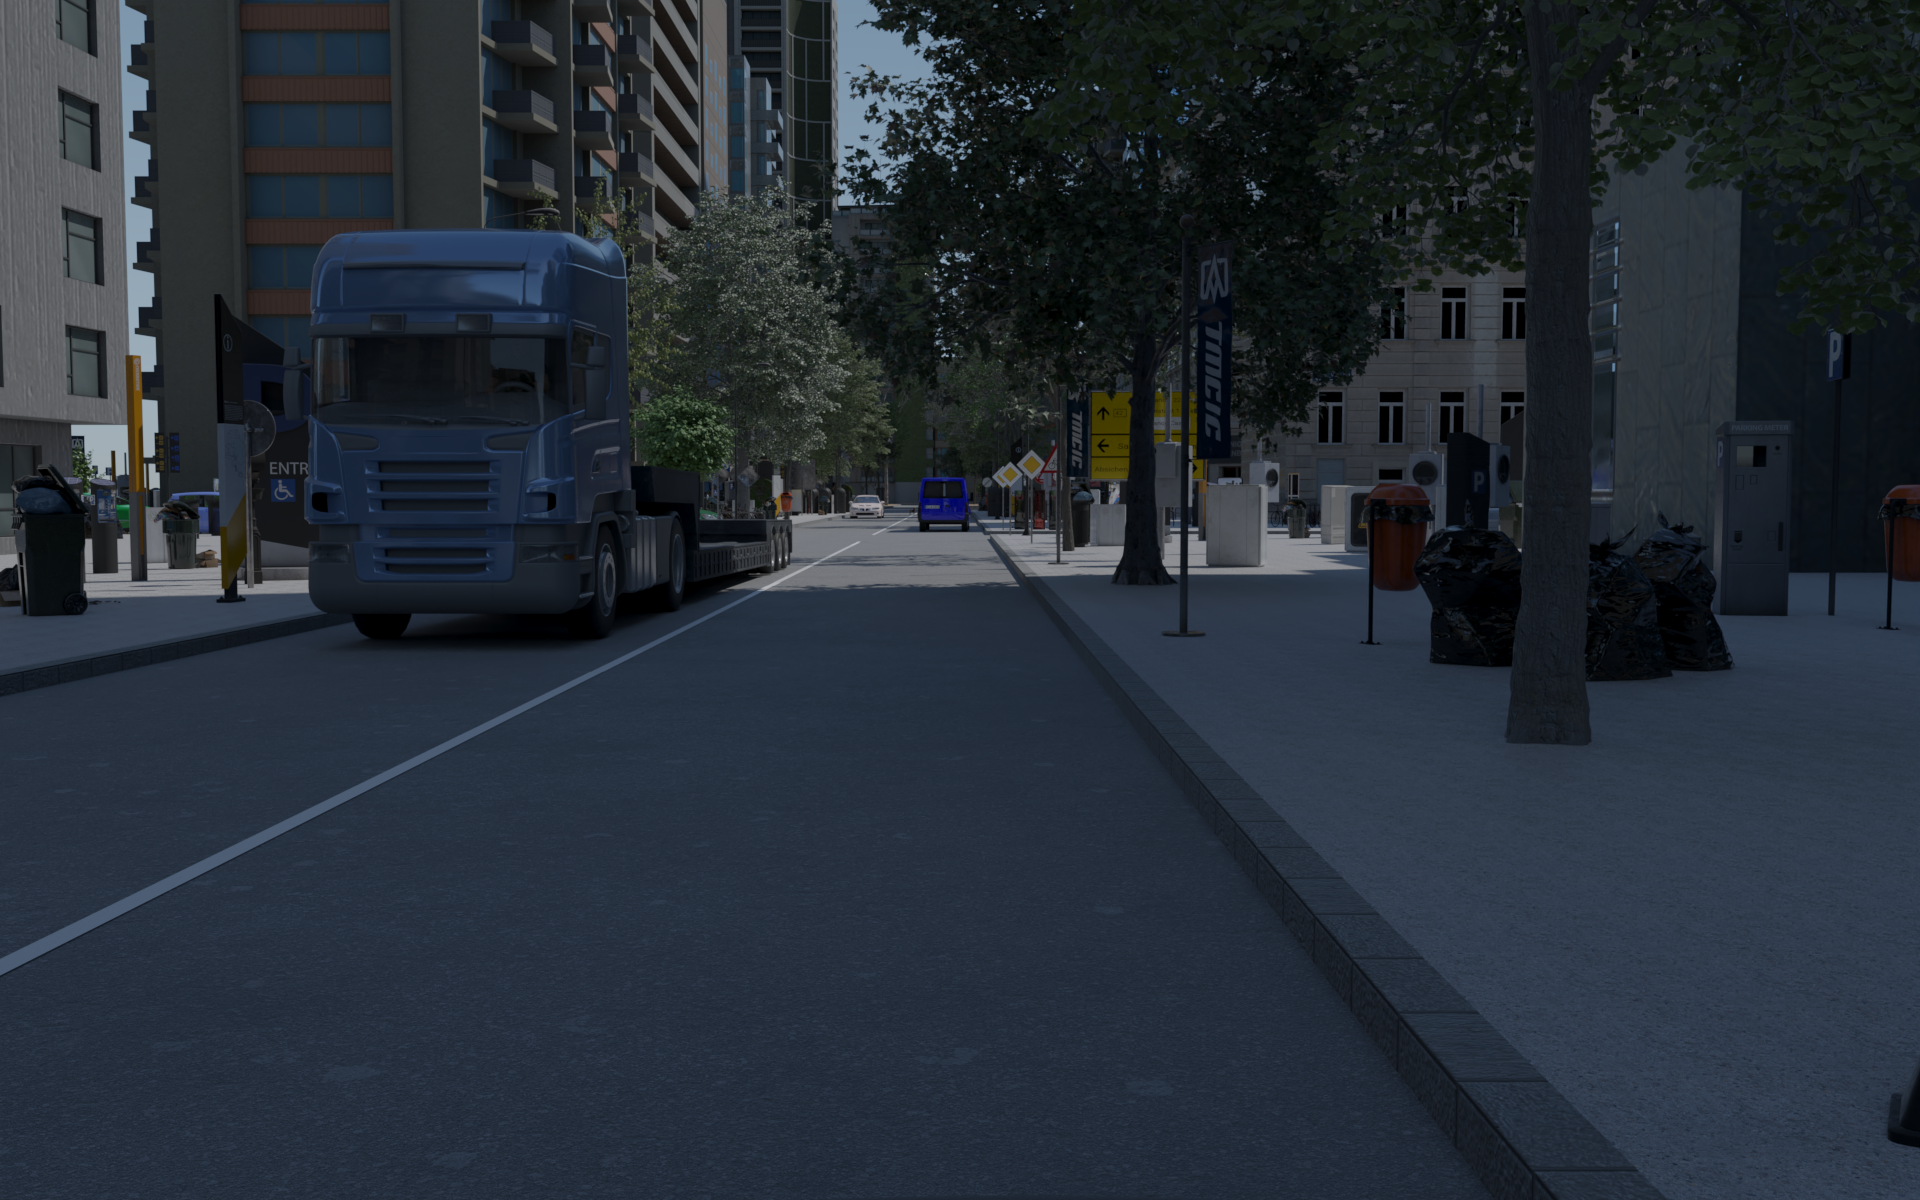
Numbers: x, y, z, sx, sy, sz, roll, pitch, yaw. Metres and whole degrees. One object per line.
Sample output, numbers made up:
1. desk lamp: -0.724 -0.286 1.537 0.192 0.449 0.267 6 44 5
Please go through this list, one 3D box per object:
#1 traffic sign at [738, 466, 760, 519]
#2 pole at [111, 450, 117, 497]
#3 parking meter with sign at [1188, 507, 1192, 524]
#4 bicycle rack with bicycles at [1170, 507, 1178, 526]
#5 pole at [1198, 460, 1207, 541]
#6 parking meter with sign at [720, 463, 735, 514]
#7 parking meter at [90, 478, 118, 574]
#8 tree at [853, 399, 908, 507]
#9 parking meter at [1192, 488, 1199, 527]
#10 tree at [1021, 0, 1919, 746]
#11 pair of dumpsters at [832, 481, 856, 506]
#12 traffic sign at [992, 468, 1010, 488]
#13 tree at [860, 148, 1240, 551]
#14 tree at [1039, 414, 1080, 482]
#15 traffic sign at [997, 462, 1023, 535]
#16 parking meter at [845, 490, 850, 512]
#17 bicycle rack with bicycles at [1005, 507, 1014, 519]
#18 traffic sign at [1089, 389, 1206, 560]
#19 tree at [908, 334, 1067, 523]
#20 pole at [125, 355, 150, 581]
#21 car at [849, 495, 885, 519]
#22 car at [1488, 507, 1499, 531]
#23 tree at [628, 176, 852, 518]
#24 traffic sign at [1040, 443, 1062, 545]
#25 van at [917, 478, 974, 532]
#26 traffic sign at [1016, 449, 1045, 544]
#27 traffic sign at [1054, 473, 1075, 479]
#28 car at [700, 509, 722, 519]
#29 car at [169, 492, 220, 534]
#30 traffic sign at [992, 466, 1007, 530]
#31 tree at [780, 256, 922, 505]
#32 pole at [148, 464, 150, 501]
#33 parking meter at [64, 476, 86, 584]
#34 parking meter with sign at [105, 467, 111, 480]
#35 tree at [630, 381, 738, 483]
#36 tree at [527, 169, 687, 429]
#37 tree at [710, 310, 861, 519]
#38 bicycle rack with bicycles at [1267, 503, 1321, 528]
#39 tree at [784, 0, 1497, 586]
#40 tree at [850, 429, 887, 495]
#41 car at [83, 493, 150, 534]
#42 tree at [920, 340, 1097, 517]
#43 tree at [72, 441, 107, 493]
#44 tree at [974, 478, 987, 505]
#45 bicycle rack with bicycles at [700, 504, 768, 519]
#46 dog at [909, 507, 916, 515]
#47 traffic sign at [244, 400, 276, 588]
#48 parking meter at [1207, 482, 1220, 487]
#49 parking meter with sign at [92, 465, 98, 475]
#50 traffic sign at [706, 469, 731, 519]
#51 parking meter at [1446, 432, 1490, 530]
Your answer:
1. traffic sign: -7.511 -3.545 61.603 0.795 2.450 0.064 0 4 0
2. pole: -39.496 -5.323 80.866 0.158 3.312 0.155 0 3 0
3. parking meter with sign: 9.628 -4.750 73.921 0.543 3.016 1.738 0 4 1
4. bicycle rack with bicycles: 7.280 -3.461 69.973 2.925 0.926 2.852 -1 4 -14
5. pole: 6.676 -3.290 47.638 0.158 3.312 0.155 0 3 0
6. parking meter with sign: -13.292 -6.451 101.729 0.543 3.016 1.738 3 5 43
7. parking meter: -13.824 -1.197 27.977 0.372 1.533 0.369 0 3 0
8. tree: -8.441 -15.365 176.966 9.928 11.665 9.643 0 3 0
9. parking meter: 9.271 -3.634 67.824 0.372 1.533 0.369 0 3 0
10. tree: 2.867 -5.562 9.060 7.486 12.596 7.792 0 3 0
11. pair of dumpsters: -8.518 -7.591 126.602 1.574 2.255 4.437 0 3 0
12. traffic sign: 3.603 -8.496 132.780 2.265 3.308 0.079 1 4 9
13. tree: 2.463 -6.393 38.938 8.767 10.594 7.601 0 4 1
14. tree: 8.065 -11.066 131.295 4.737 8.622 4.395 0 3 0
15. traffic sign: 1.554 -3.057 53.620 0.795 2.450 0.064 0 4 0
16. parking meter: -7.851 -6.878 120.868 0.372 1.533 0.369 0 3 0
17. bicycle rack with bicycles: 3.633 -4.731 90.733 2.852 0.926 2.925 -2 4 -34
18. traffic sign: 3.655 -2.442 33.804 2.265 3.308 0.079 0 4 5
19. tree: 2.656 -9.250 76.994 9.928 11.665 9.643 0 3 0
20. pole: -12.134 -1.937 25.516 0.158 3.312 0.155 0 3 0
21. car: -5.462 -5.482 101.989 2.083 1.381 4.827 0 4 0
22. car: 16.921 -2.819 58.090 4.499 1.417 2.014 0 4 1
23. tree: -8.845 -9.954 69.399 9.857 13.997 8.962 0 3 0
24. traffic sign: 2.466 -2.688 43.961 0.884 2.594 0.081 0 4 0
25. van: -0.583 -3.855 67.409 2.240 2.365 5.245 0 4 1
26. traffic sign: 1.853 -2.668 44.802 0.795 2.450 0.064 0 4 0
27. traffic sign: 2.982 -2.897 49.494 0.606 2.300 0.079 0 4 1
28. car: -10.411 -2.840 58.236 4.920 1.459 2.131 0 4 0
29. car: -23.963 -2.853 56.235 3.694 1.707 1.945 0 4 0
30. traffic sign: 1.533 -3.545 61.606 0.795 2.450 0.064 0 4 0
31. tree: -7.944 -17.116 135.737 12.611 20.169 13.585 0 3 0
32. pole: -47.787 -6.608 101.889 0.158 3.312 0.155 0 3 0
33. parking meter: -12.735 -1.001 24.773 0.372 1.533 0.369 0 3 0
34. parking meter with sign: -55.675 -7.138 112.966 0.543 3.016 1.738 -3 5 -44
35. tree: -8.173 -4.095 50.661 4.285 4.588 4.351 0 3 0
36. tree: -8.555 -5.494 40.186 4.737 8.622 4.395 0 3 0
37. tree: -8.533 -9.177 84.464 8.767 10.594 7.601 0 4 1
38. bicycle rack with bicycles: 13.189 -3.298 67.308 2.852 0.926 2.925 2 4 35
39. tree: 2.598 -6.562 24.299 9.611 12.733 9.660 0 3 0
40. tree: -8.487 -13.380 169.119 4.360 8.622 3.978 0 3 0
41. car: -29.257 -2.964 57.263 4.718 1.807 1.959 0 4 0
42. tree: 2.997 -11.311 95.301 12.009 13.543 11.850 0 3 0
43. tree: -32.130 -4.213 63.490 1.663 3.219 1.824 0 3 0
44. tree: 2.453 -12.857 204.809 1.663 3.219 1.824 0 3 0
45. bicycle rack with bicycles: -8.529 -3.155 64.958 2.925 0.926 2.852 -1 4 -12
46. dog: -3.314 -6.161 120.016 0.406 0.507 0.540 1 4 9
47. traffic sign: -9.670 -1.433 23.538 0.768 2.556 0.104 0 4 4
48. parking meter: 5.450 -1.748 36.998 0.372 1.533 0.369 0 3 0
49. parking meter with sign: -53.206 -6.649 104.976 1.738 3.016 0.543 0 4 1
50. traffic sign: -7.490 -3.057 53.618 0.795 2.450 0.064 0 4 0
51. parking meter: 4.858 -0.665 16.579 0.399 1.863 0.255 -3 4 -39
